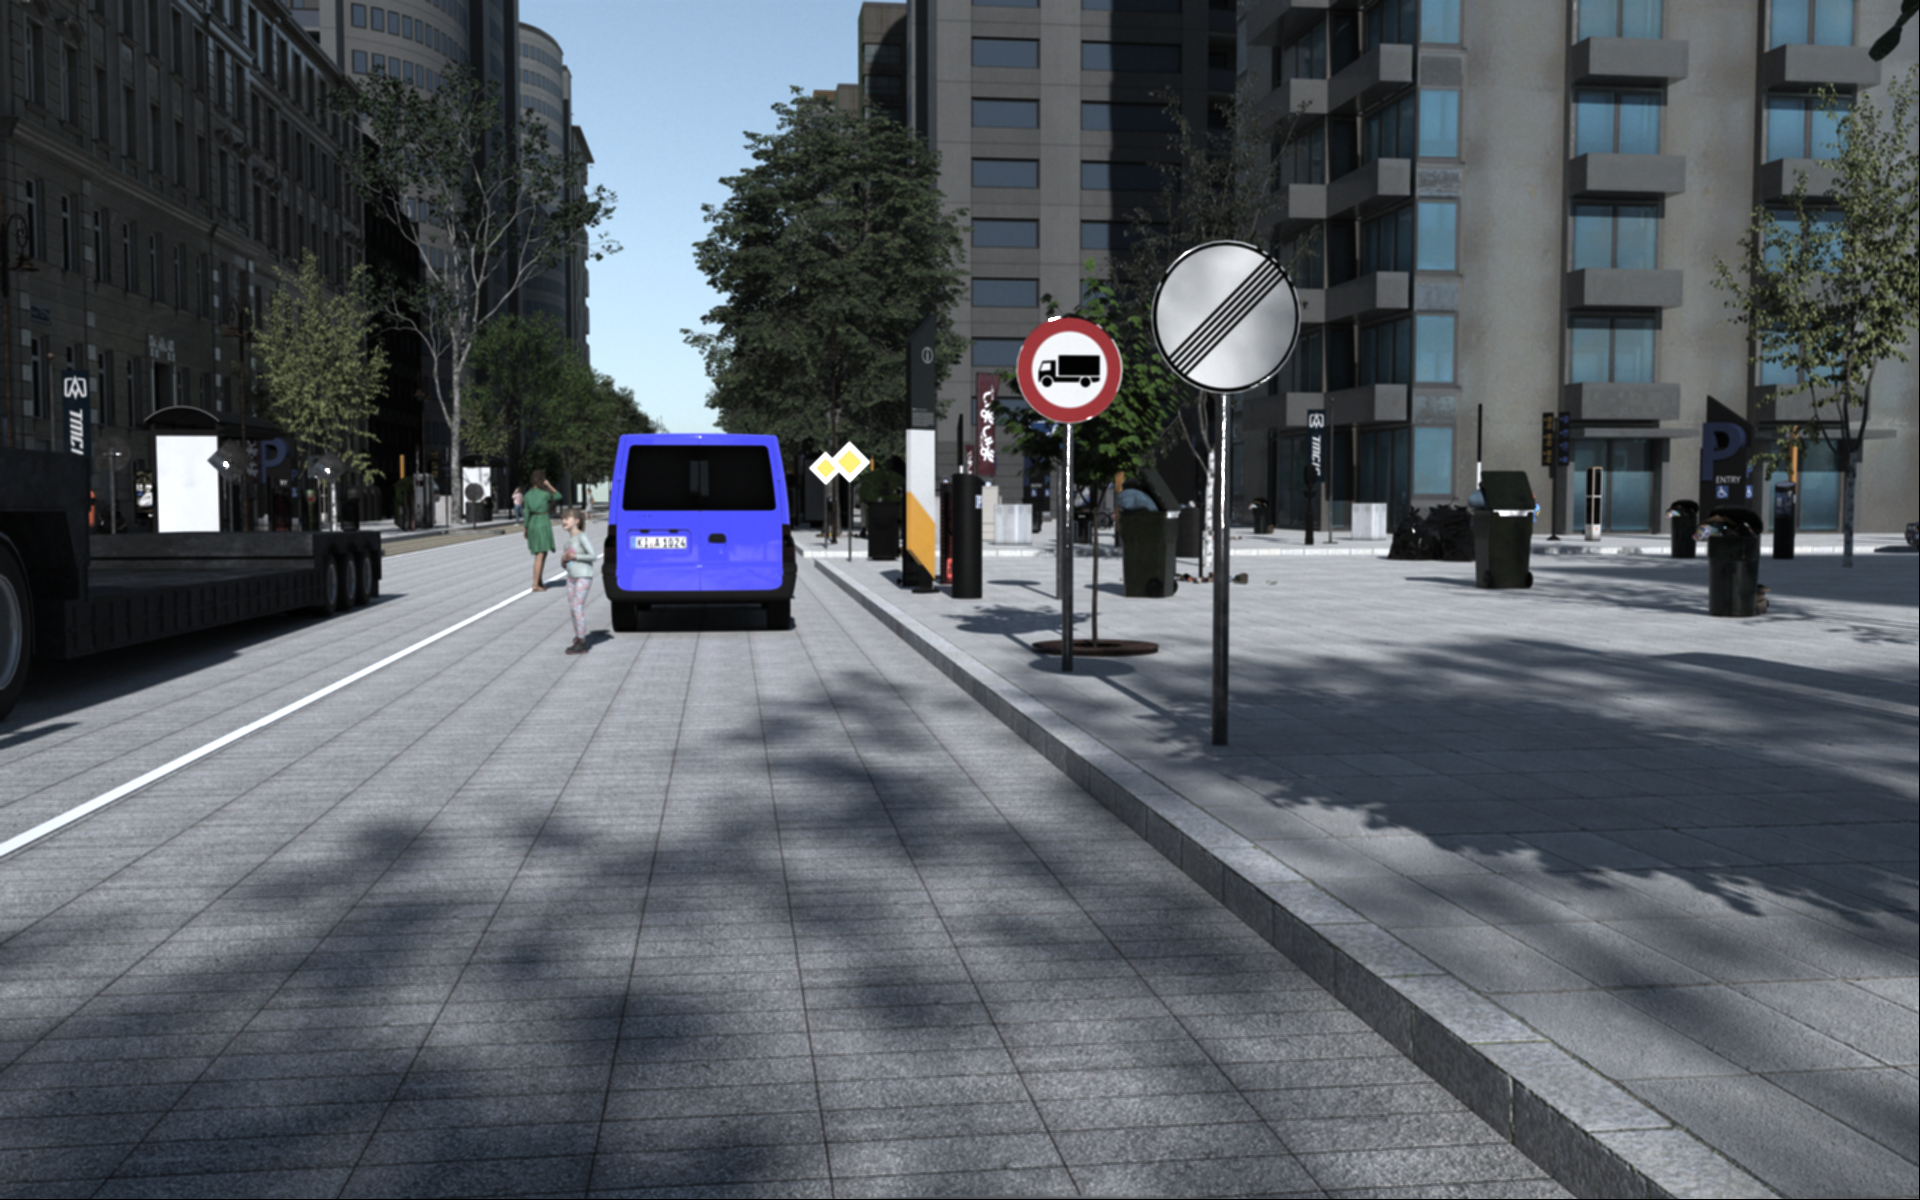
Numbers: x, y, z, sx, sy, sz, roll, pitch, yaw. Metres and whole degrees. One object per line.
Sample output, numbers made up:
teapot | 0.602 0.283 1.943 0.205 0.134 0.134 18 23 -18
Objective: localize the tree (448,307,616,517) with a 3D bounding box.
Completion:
tree | -24.688 -10.472 96.973 9.928 11.665 9.643 0 3 0

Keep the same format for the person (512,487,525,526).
person | -19.846 -4.226 78.189 0.643 1.750 0.593 2 4 26

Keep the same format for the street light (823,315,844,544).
street light | -3.268 -4.406 44.819 0.468 5.910 1.993 0 4 -8

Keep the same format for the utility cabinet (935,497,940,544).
utility cabinet | -0.913 -2.010 44.030 1.020 1.237 0.306 -2 4 -33

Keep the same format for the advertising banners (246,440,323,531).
advertising banners | -18.151 -3.069 46.362 2.074 3.025 0.090 -3 4 -36

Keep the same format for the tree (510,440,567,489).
tree | -25.494 -7.400 104.709 4.285 4.588 4.351 0 3 0

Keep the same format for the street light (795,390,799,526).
street light | -6.475 -5.854 68.495 0.468 5.910 1.993 0 4 -8

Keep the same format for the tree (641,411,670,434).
tree | -46.533 -21.160 256.335 12.009 13.543 11.850 0 3 0

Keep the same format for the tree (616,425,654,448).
tree | -40.077 -16.901 210.750 8.767 10.594 7.601 3 5 40

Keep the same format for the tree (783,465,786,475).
tree | -10.275 -6.196 95.910 1.663 3.219 1.824 0 3 0

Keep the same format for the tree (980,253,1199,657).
tree | 0.971 -1.193 14.109 1.663 3.219 1.824 0 3 0

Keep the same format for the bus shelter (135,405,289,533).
bus shelter | -18.121 -2.959 42.305 2.014 3.302 5.546 0 4 -7

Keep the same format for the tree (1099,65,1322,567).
tree | 4.401 -4.907 30.600 4.360 8.622 3.978 0 3 0

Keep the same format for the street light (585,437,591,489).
street light | -29.706 -10.148 138.708 0.468 5.910 1.993 0 4 -8

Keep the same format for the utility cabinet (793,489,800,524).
utility cabinet | -7.073 -3.925 72.859 0.318 1.500 1.173 1 4 14

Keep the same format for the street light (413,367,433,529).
street light | -19.580 -5.533 63.249 0.468 5.910 1.993 0 4 -8

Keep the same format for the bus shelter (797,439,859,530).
bus shelter | -4.889 -4.282 63.939 2.014 3.302 5.546 0 4 -8

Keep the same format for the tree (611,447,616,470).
tree | -36.718 -14.592 188.944 4.360 8.622 3.978 0 3 0

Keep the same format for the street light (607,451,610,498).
street light | -32.786 -11.565 161.873 0.468 5.910 1.993 0 4 -8

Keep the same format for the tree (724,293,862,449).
tree | -7.998 -9.759 85.308 9.928 11.665 9.643 0 3 0

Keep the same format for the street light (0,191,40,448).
street light | -14.638 -3.294 26.640 0.468 5.910 1.993 0 4 -8

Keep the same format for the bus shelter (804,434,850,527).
bus shelter | -5.450 -4.867 70.866 1.731 3.624 6.357 0 4 -8

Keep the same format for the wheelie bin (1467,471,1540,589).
wheelie bin | 7.371 -0.962 23.630 0.980 1.594 0.693 0 4 -8

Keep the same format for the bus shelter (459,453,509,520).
bus shelter | -24.479 -5.804 88.816 2.014 3.302 5.546 0 4 -8

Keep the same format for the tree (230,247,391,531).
tree | -18.716 -6.182 51.438 4.737 8.622 4.395 0 3 0

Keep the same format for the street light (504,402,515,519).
street light | -22.712 -7.004 87.297 0.468 5.910 1.993 0 4 -8

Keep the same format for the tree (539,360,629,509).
tree | -32.044 -13.998 146.999 7.486 12.596 7.792 0 3 0

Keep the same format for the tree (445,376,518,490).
tree | -30.066 -9.693 108.842 4.737 8.622 4.395 0 3 0

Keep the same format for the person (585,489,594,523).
person | -18.299 -4.649 85.508 0.522 1.701 0.512 0 4 3

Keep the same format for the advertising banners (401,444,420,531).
advertising banners | -19.164 -3.934 60.511 0.090 3.025 2.074 0 3 0

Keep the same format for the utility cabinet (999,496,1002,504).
utility cabinet | 1.144 -3.430 67.236 1.020 1.237 0.306 -2 4 -35

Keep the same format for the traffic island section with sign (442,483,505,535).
traffic island section with sign | -17.294 -3.245 61.681 1.989 1.847 2.006 0 4 -8

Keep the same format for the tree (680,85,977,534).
tree | -4.046 -9.113 55.649 9.857 13.997 8.962 0 3 0

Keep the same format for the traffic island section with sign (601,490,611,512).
traffic island section with sign | -27.564 -7.913 138.009 1.989 1.847 2.006 0 4 -8

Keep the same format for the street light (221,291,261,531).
street light | -16.357 -4.082 39.529 0.468 5.910 1.993 0 4 -8

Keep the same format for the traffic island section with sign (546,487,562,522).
traffic island section with sign | -20.895 -4.879 88.395 1.989 1.847 2.006 0 4 -8

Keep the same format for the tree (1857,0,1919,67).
tree | 3.211 -1.180 3.008 4.285 4.588 4.351 0 3 0

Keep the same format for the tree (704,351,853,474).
tree | -10.772 -11.540 105.687 9.611 12.733 9.660 0 3 0

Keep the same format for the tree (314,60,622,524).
tree | -20.569 -13.343 74.045 12.611 20.169 13.585 0 3 0

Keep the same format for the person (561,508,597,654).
person | -3.467 -0.175 15.641 0.425 1.301 0.394 2 4 25

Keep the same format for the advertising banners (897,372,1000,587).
advertising banners | -0.119 -1.736 24.566 0.090 3.025 2.074 3 5 44

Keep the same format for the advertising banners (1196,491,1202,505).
advertising banners | 10.566 -5.004 78.003 0.090 3.025 2.074 2 4 25

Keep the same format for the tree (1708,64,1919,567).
tree | 15.608 -4.896 30.410 4.737 8.622 4.395 0 3 0

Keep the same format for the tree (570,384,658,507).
tree | -35.421 -15.931 177.476 9.611 12.733 9.660 0 3 0

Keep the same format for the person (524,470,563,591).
person | -6.255 -1.037 25.704 0.600 1.795 0.529 1 4 16

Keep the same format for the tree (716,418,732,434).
tree | -20.300 -16.482 179.847 12.009 13.543 11.850 0 3 0

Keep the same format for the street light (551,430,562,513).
street light | -25.866 -8.420 110.451 0.468 5.910 1.993 0 4 -8

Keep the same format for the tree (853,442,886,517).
tree | -5.526 -7.051 99.003 4.285 4.588 4.351 0 3 0

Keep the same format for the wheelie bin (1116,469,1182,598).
wheelie bin | 2.341 -0.839 21.634 0.693 1.594 0.980 2 4 24
